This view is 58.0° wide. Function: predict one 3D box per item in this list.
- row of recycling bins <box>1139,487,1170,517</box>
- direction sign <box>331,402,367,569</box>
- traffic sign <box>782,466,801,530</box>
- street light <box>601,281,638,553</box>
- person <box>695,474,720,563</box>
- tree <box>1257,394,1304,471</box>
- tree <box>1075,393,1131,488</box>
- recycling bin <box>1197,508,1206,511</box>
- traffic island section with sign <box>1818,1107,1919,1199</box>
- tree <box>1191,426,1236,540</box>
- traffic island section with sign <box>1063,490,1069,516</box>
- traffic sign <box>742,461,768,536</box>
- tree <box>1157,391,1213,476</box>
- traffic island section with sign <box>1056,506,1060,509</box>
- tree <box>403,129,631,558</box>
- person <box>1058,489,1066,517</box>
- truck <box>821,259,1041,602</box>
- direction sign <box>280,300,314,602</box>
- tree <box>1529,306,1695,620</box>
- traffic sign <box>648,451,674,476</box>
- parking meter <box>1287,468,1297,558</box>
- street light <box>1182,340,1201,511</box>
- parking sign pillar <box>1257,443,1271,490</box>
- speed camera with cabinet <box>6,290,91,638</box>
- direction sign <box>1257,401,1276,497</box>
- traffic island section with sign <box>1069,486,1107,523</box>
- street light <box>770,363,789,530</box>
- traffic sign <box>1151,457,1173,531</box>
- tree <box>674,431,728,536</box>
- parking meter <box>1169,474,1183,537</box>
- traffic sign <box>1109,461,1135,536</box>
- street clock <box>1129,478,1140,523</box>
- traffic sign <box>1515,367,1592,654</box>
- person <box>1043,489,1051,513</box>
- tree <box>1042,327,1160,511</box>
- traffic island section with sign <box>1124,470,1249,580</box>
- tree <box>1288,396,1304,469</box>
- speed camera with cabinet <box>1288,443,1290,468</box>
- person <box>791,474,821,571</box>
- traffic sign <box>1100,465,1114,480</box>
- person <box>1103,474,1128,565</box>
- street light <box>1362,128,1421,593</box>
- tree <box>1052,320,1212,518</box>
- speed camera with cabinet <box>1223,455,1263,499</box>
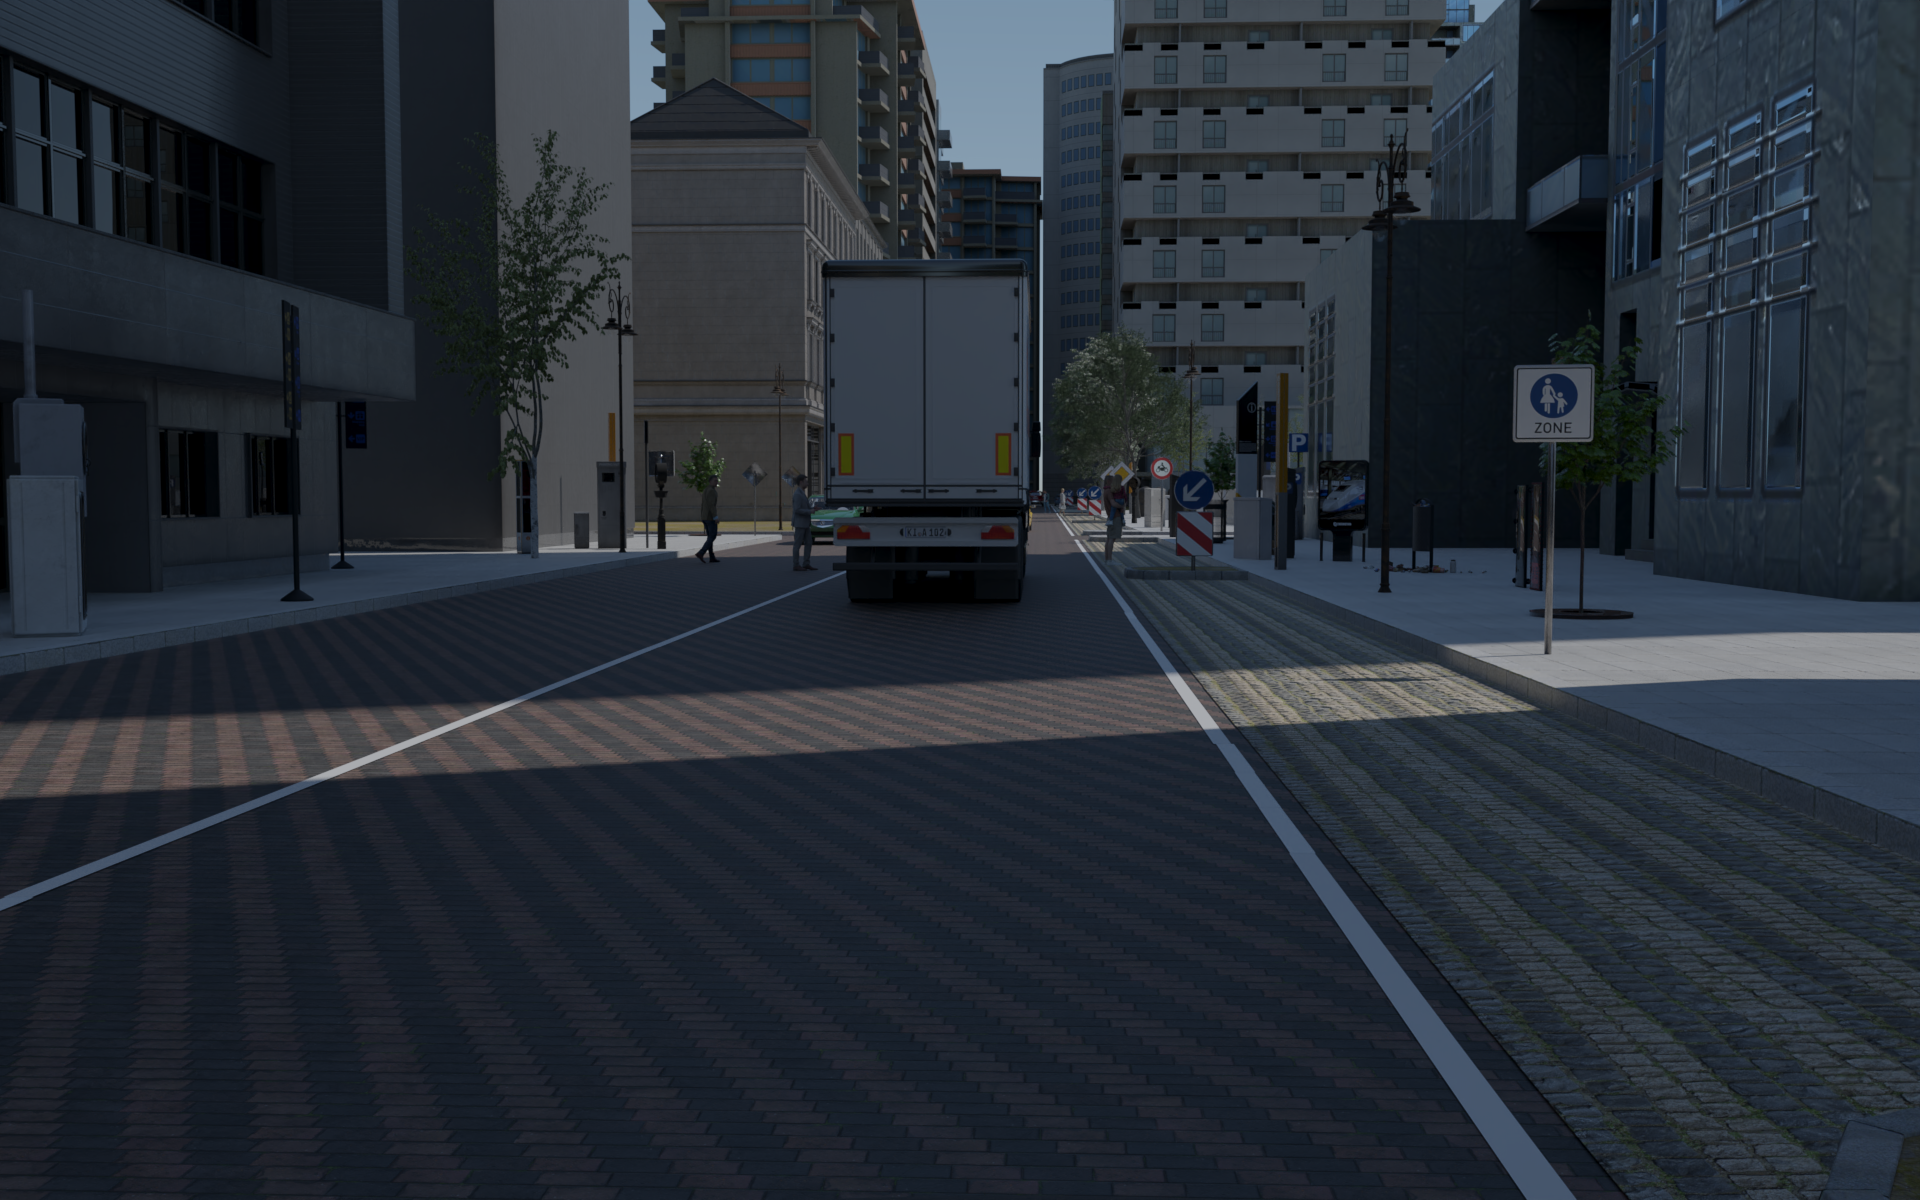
[{"bbox_3d":[11.578,-5.497,96.983,3.534,1.692,1.069,-1,4,-20],"label":"row of recycling bins"},{"bbox_3d":[-10.621,-2.305,29.691,0.876,3.537,0.379,-1,4,-22],"label":"direction sign"},{"bbox_3d":[-5.899,-3.510,61.024,0.795,2.450,0.064,0,4,3],"label":"traffic sign"},{"bbox_3d":[-7.398,-3.975,37.785,0.468,5.910,1.993,0,4,3],"label":"street light"},{"bbox_3d":[-5.199,-1.688,36.011,0.656,1.842,0.836,2,4,31],"label":"person"},{"bbox_3d":[22.678,-10.874,128.151,4.360,8.622,3.978,0,3,0],"label":"tree"},{"bbox_3d":[10.420,-10.472,121.575,4.360,8.622,3.978,0,3,0],"label":"tree"},{"bbox_3d":[10.850,-4.072,79.137,0.722,1.027,0.722,0,4,6],"label":"recycling bin"},{"bbox_3d":[2.537,0.365,2.665,1.989,1.847,2.006,0,4,3],"label":"traffic island section with sign"},{"bbox_3d":[7.308,-3.332,49.078,1.663,3.219,1.824,0,3,0],"label":"tree"},{"bbox_3d":[7.777,-6.325,112.041,1.989,1.847,2.006,0,4,3],"label":"traffic island section with sign"},{"bbox_3d":[-6.281,-3.022,53.048,0.795,2.450,0.064,0,4,3],"label":"traffic sign"},{"bbox_3d":[15.000,-10.183,116.855,4.737,8.622,4.395,0,3,0],"label":"tree"},{"bbox_3d":[10.189,-9.407,162.435,1.989,1.847,2.006,0,4,3],"label":"traffic island section with sign"},{"bbox_3d":[-8.729,-5.134,34.307,4.737,8.622,4.395,0,3,0],"label":"tree"},{"bbox_3d":[6.444,-6.165,109.651,0.624,1.780,0.694,0,4,-6],"label":"person"},{"bbox_3d":[-0.178,-2.287,26.314,2.839,4.237,11.283,0,4,3],"label":"truck"},{"bbox_3d":[-7.962,-1.755,20.698,0.379,3.537,0.876,-1,4,-10],"label":"direction sign"},{"bbox_3d":[6.424,-1.430,17.980,1.663,3.219,1.824,0,3,0],"label":"tree"},{"bbox_3d":[-7.014,-2.359,40.696,0.606,2.300,0.079,0,4,4],"label":"traffic sign"},{"bbox_3d":[6.524,-1.769,34.642,0.399,1.863,0.255,0,4,-2],"label":"parking meter"},{"bbox_3d":[6.933,-4.845,51.995,0.468,5.910,1.993,0,4,3],"label":"street light"},{"bbox_3d":[15.778,-6.268,90.950,1.447,3.967,1.447,-1,4,-22],"label":"parking sign pillar"},{"bbox_3d":[-8.581,-1.345,16.325,0.660,3.252,2.038,-2,4,-24],"label":"speed camera with cabinet"},{"bbox_3d":[7.324,-3.078,42.324,0.876,3.537,0.379,1,4,10],"label":"direction sign"},{"bbox_3d":[6.502,-4.678,85.115,1.989,1.847,2.006,0,4,3],"label":"traffic island section with sign"},{"bbox_3d":[-6.357,-5.408,61.217,0.468,5.910,1.993,0,4,3],"label":"street light"},{"bbox_3d":[6.966,-3.649,59.769,0.768,2.556,0.104,0,4,5],"label":"traffic sign"},{"bbox_3d":[-7.976,-3.576,53.062,1.663,3.219,1.824,0,3,0],"label":"tree"},{"bbox_3d":[6.419,-2.785,51.254,0.399,1.863,0.255,-1,4,-12],"label":"parking meter"},{"bbox_3d":[4.899,-2.988,52.494,0.795,2.450,0.064,0,4,3],"label":"traffic sign"},{"bbox_3d":[7.627,-4.353,75.745,0.471,2.002,0.358,2,4,34],"label":"street clock"},{"bbox_3d":[4.704,-0.713,13.794,0.606,2.300,0.079,1,4,11],"label":"traffic sign"},{"bbox_3d":[6.435,-7.381,129.530,0.623,1.781,0.721,2,4,35],"label":"person"},{"bbox_3d":[10.769,-13.856,133.203,9.857,13.997,8.962,0,3,0],"label":"tree"},{"bbox_3d":[3.826,-1.282,29.589,1.989,1.847,2.006,0,4,3],"label":"traffic island section with sign"},{"bbox_3d":[24.655,-10.552,122.888,4.737,8.622,4.395,0,3,0],"label":"tree"},{"bbox_3d":[13.246,-4.417,66.557,0.660,3.252,2.038,-2,4,-34],"label":"speed camera with cabinet"},{"bbox_3d":[-2.876,-1.448,32.373,0.583,1.804,0.606,0,3,0],"label":"person"},{"bbox_3d":[5.282,-3.476,60.470,0.795,2.450,0.064,0,4,3],"label":"traffic sign"},{"bbox_3d":[3.079,-1.605,34.722,0.580,1.828,0.573,3,4,38],"label":"person"},{"bbox_3d":[5.537,-3.034,22.400,0.468,5.910,1.993,0,4,3],"label":"street light"},{"bbox_3d":[9.404,-9.663,92.403,8.767,10.594,7.601,-1,4,-21],"label":"tree"},{"bbox_3d":[12.890,-5.113,77.929,2.038,3.252,0.660,2,4,35],"label":"speed camera with cabinet"}]
